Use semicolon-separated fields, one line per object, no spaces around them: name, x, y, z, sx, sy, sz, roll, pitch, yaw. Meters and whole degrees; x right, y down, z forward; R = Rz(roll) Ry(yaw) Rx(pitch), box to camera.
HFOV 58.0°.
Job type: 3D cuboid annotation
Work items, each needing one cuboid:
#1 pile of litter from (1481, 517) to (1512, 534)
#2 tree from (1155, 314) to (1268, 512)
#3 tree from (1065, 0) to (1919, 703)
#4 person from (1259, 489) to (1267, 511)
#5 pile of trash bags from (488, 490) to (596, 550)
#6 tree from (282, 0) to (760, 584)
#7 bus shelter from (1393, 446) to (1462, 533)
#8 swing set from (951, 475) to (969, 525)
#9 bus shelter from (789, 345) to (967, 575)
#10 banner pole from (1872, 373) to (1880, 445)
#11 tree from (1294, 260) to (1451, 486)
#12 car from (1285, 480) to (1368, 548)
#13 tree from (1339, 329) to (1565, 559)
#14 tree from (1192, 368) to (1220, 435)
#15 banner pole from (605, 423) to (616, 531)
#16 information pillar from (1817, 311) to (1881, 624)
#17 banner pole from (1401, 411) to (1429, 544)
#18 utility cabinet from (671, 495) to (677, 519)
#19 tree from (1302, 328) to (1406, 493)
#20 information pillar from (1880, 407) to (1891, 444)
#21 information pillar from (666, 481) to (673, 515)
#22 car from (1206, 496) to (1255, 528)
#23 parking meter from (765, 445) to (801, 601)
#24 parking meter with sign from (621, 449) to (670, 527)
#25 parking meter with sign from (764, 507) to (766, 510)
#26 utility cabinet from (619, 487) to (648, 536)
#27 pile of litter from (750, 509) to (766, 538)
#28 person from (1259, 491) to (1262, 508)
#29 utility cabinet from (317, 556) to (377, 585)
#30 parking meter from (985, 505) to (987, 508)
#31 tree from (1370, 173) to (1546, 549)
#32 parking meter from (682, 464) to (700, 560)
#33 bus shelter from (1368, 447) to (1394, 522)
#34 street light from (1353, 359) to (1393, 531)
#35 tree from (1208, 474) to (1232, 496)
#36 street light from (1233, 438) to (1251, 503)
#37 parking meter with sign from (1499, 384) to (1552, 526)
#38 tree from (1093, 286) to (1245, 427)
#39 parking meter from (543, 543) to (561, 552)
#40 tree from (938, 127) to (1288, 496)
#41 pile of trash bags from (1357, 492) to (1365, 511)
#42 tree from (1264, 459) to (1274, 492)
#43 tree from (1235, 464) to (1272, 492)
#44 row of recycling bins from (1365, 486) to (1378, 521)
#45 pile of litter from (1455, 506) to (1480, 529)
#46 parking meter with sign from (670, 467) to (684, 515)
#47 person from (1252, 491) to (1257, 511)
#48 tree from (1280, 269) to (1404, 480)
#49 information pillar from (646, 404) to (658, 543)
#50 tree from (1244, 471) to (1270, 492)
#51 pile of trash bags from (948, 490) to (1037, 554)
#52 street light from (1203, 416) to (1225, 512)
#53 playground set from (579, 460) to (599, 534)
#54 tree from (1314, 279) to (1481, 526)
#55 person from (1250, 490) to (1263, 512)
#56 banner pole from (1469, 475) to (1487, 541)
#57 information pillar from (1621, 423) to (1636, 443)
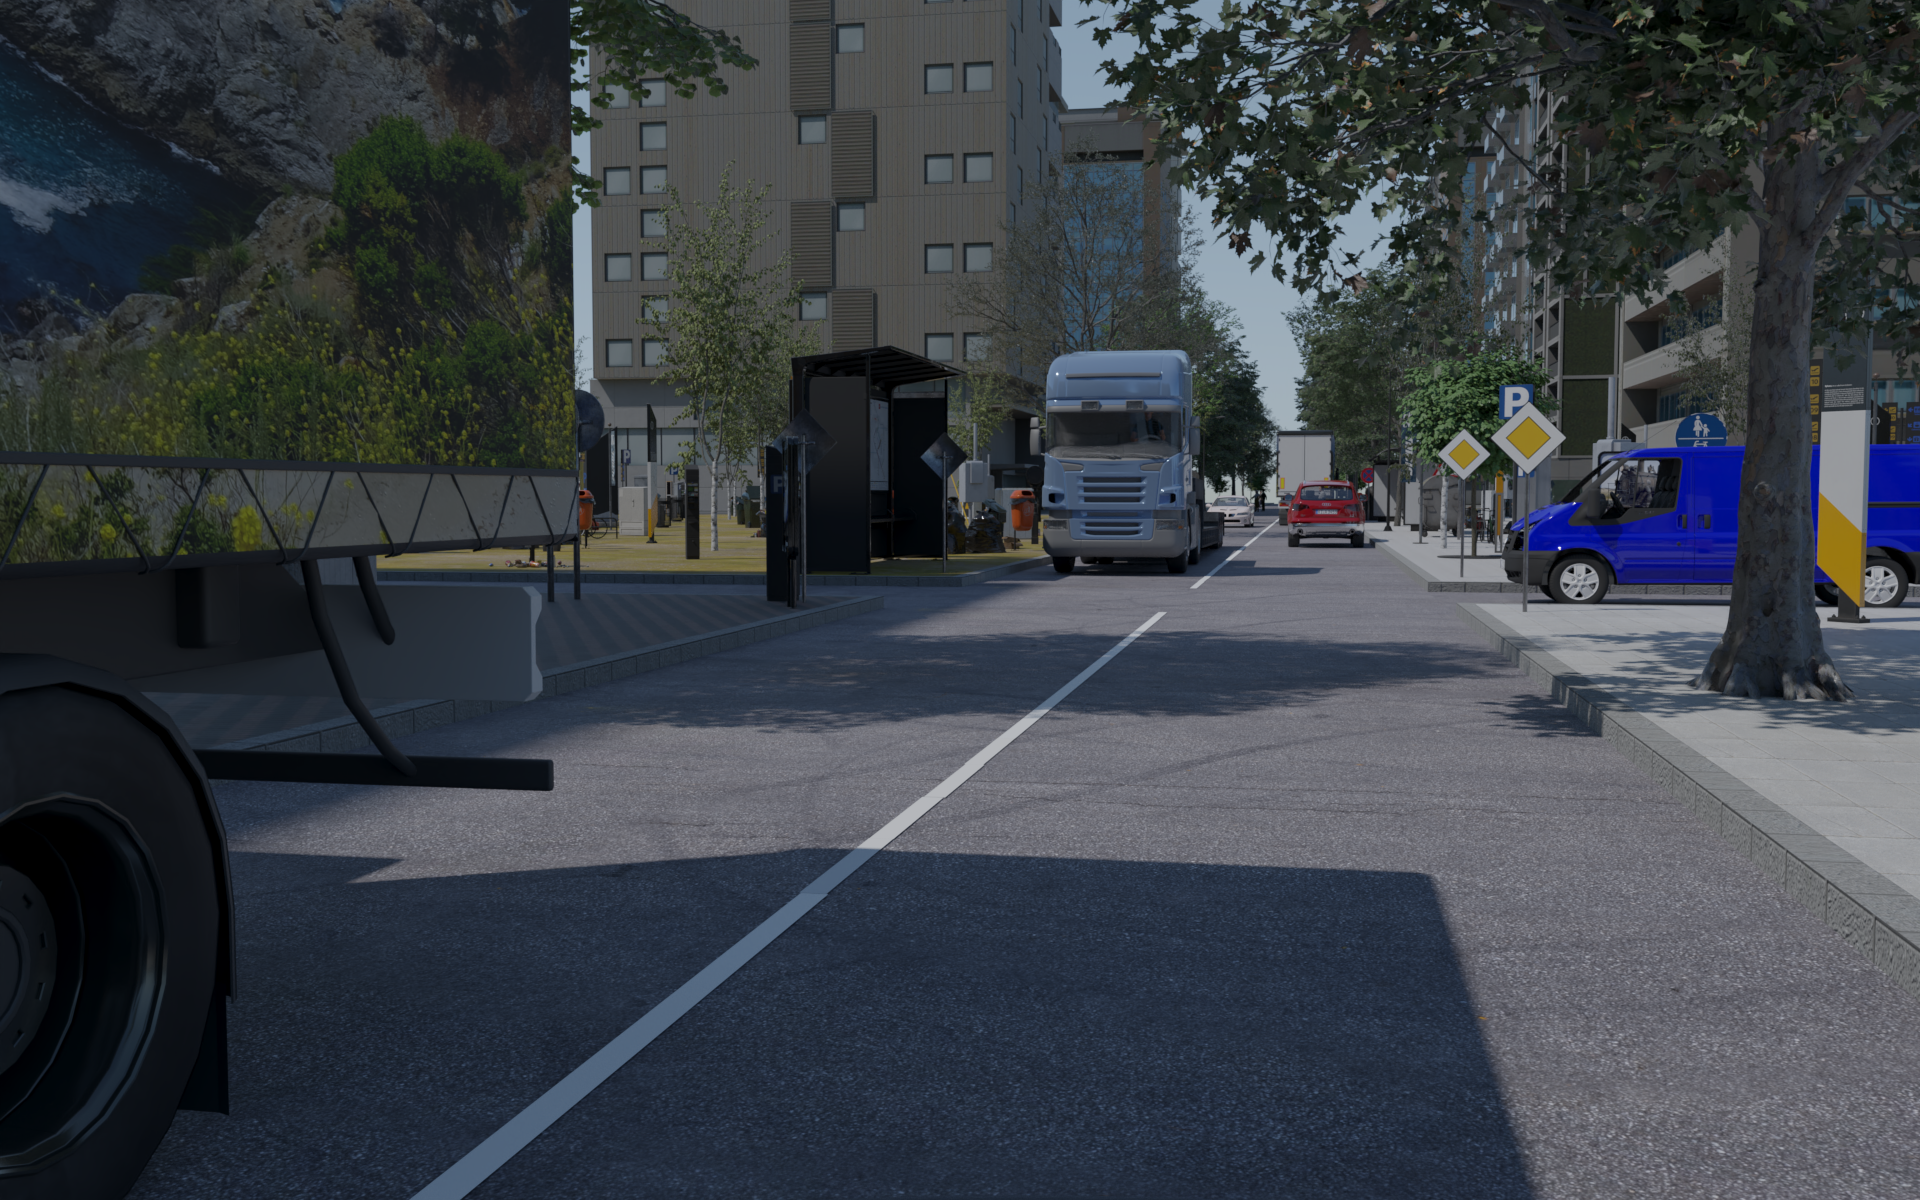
pile of litter;17.777;-2.542;55.535;1.176;0.858;1.719;-1;4;-13
tree;16.730;-13.002;119.241;9.857;13.997;8.962;0;3;0
tree;5.254;-5.733;10.741;9.611;12.733;9.660;0;3;0
person;25.127;-8.290;143.674;0.705;1.869;1.348;3;5;43
pile of trash bags;-10.229;-1.890;40.654;3.447;1.369;1.912;0;4;7
tree;-4.985;-5.739;11.958;7.486;12.596;7.792;0;3;0
bus shelter;15.513;-3.851;56.880;2.014;3.302;5.546;1;4;11
swing set;-1.696;-4.548;71.973;2.862;2.851;3.119;3;5;41
bus shelter;-1.324;-2.404;30.587;1.731;3.624;6.357;1;4;11
banner pole;18.671;-2.803;35.845;0.863;3.779;0.401;0;4;3
tree;22.140;-11.341;92.082;9.857;13.997;8.962;0;3;0
car;10.145;-2.407;48.033;2.281;1.827;5.304;1;4;12
tree;10.427;-3.122;34.763;4.285;4.588;4.351;0;3;0
tree;11.851;-8.781;93.925;4.737;8.622;4.395;0;3;0
banner pole;-12.196;-4.323;60.700;0.401;3.779;0.863;-2;4;-26
information pillar;8.845;-1.586;17.283;0.183;3.616;0.504;-2;4;-30
banner pole;11.750;-3.352;44.824;0.401;3.779;0.863;-3;5;-42
utility cabinet;-15.080;-4.904;91.339;0.306;1.237;1.020;0;4;-8
tree;26.908;-12.198;117.563;7.486;12.596;7.792;0;3;0
information pillar;22.419;-3.117;42.312;0.504;3.616;0.183;3;5;45
information pillar;-16.597;-5.780;98.996;0.304;2.012;0.304;0;4;8
car;11.794;-3.854;75.371;2.083;1.381;4.827;1;4;12
parking meter;-2.113;-0.922;20.793;0.399;1.863;0.255;1;4;12
parking meter with sign;-12.298;-4.350;67.384;1.738;3.016;0.543;2;4;24
parking meter with sign;-5.777;-3.829;58.863;1.738;3.016;0.543;1;4;14
utility cabinet;-9.984;-2.722;53.175;1.173;1.500;0.318;3;5;40
pile of litter;-5.582;-2.276;51.176;1.176;0.858;1.719;-3;5;-40
person;30.728;-10.220;176.125;0.750;1.759;0.617;1;4;11
utility cabinet;-6.203;-0.367;17.156;0.306;1.237;1.020;1;4;18
parking meter;1.579;-5.299;95.044;0.372;1.533;0.369;0;3;0
tree;11.537;-5.532;40.807;4.360;8.622;3.978;0;3;0
parking meter;-5.256;-1.730;33.990;0.255;1.863;0.399;-1;4;-14
bus shelter;19.409;-5.123;77.690;2.014;3.302;5.546;1;4;11
street light;14.226;-5.327;59.644;1.470;5.913;1.316;1;4;11
tree;19.092;-8.117;127.315;1.663;3.219;1.824;0;3;0
street light;23.291;-10.484;143.959;1.470;5.913;1.316;1;4;11
parking meter with sign;9.390;-1.963;28.351;0.543;3.016;1.738;3;4;38
tree;9.773;-9.682;84.056;9.928;11.665;9.643;0;3;0
parking meter;-9.103;-2.014;38.636;0.399;1.863;0.255;0;4;3
tree;4.460;-9.094;59.063;12.009;13.543;11.850;0;3;0
pile of trash bags;22.867;-5.366;97.489;1.912;1.369;3.447;2;4;28
tree;44.897;-18.764;257.146;4.360;8.622;3.978;0;3;0
tree;41.676;-17.853;242.264;4.737;8.622;4.395;0;3;0
row of recycling bins;20.381;-4.762;84.966;1.069;1.692;3.534;1;4;16
pile of litter;18.758;-3.067;64.118;1.719;0.858;1.176;0;4;-1
parking meter with sign;-17.382;-6.772;106.977;0.543;3.016;1.738;-2;4;-29
person;25.291;-8.508;148.390;0.721;1.735;1.217;-1;4;-13
tree;33.420;-17.622;144.010;12.611;20.169;13.585;0;3;0
information pillar;-8.014;-3.286;45.088;0.183;3.616;0.504;1;4;11
tree;37.395;-14.332;218.034;4.285;4.588;4.351;0;3;0
pile of trash bags;0.287;-1.740;38.200;3.447;1.369;1.912;-3;4;-38
street light;15.137;-8.013;103.557;1.470;5.913;1.316;1;4;11
playground set;-14.142;-4.241;56.115;5.302;4.214;5.637;1;4;10
tree;17.706;-8.197;68.433;7.601;10.594;8.767;0;4;1
person;23.830;-7.953;139.258;1.217;1.736;0.721;3;5;41
banner pole;14.102;-3.487;47.026;0.863;3.779;0.401;-3;4;-38
information pillar;21.866;-4.001;56.775;0.504;3.616;0.183;1;4;15
